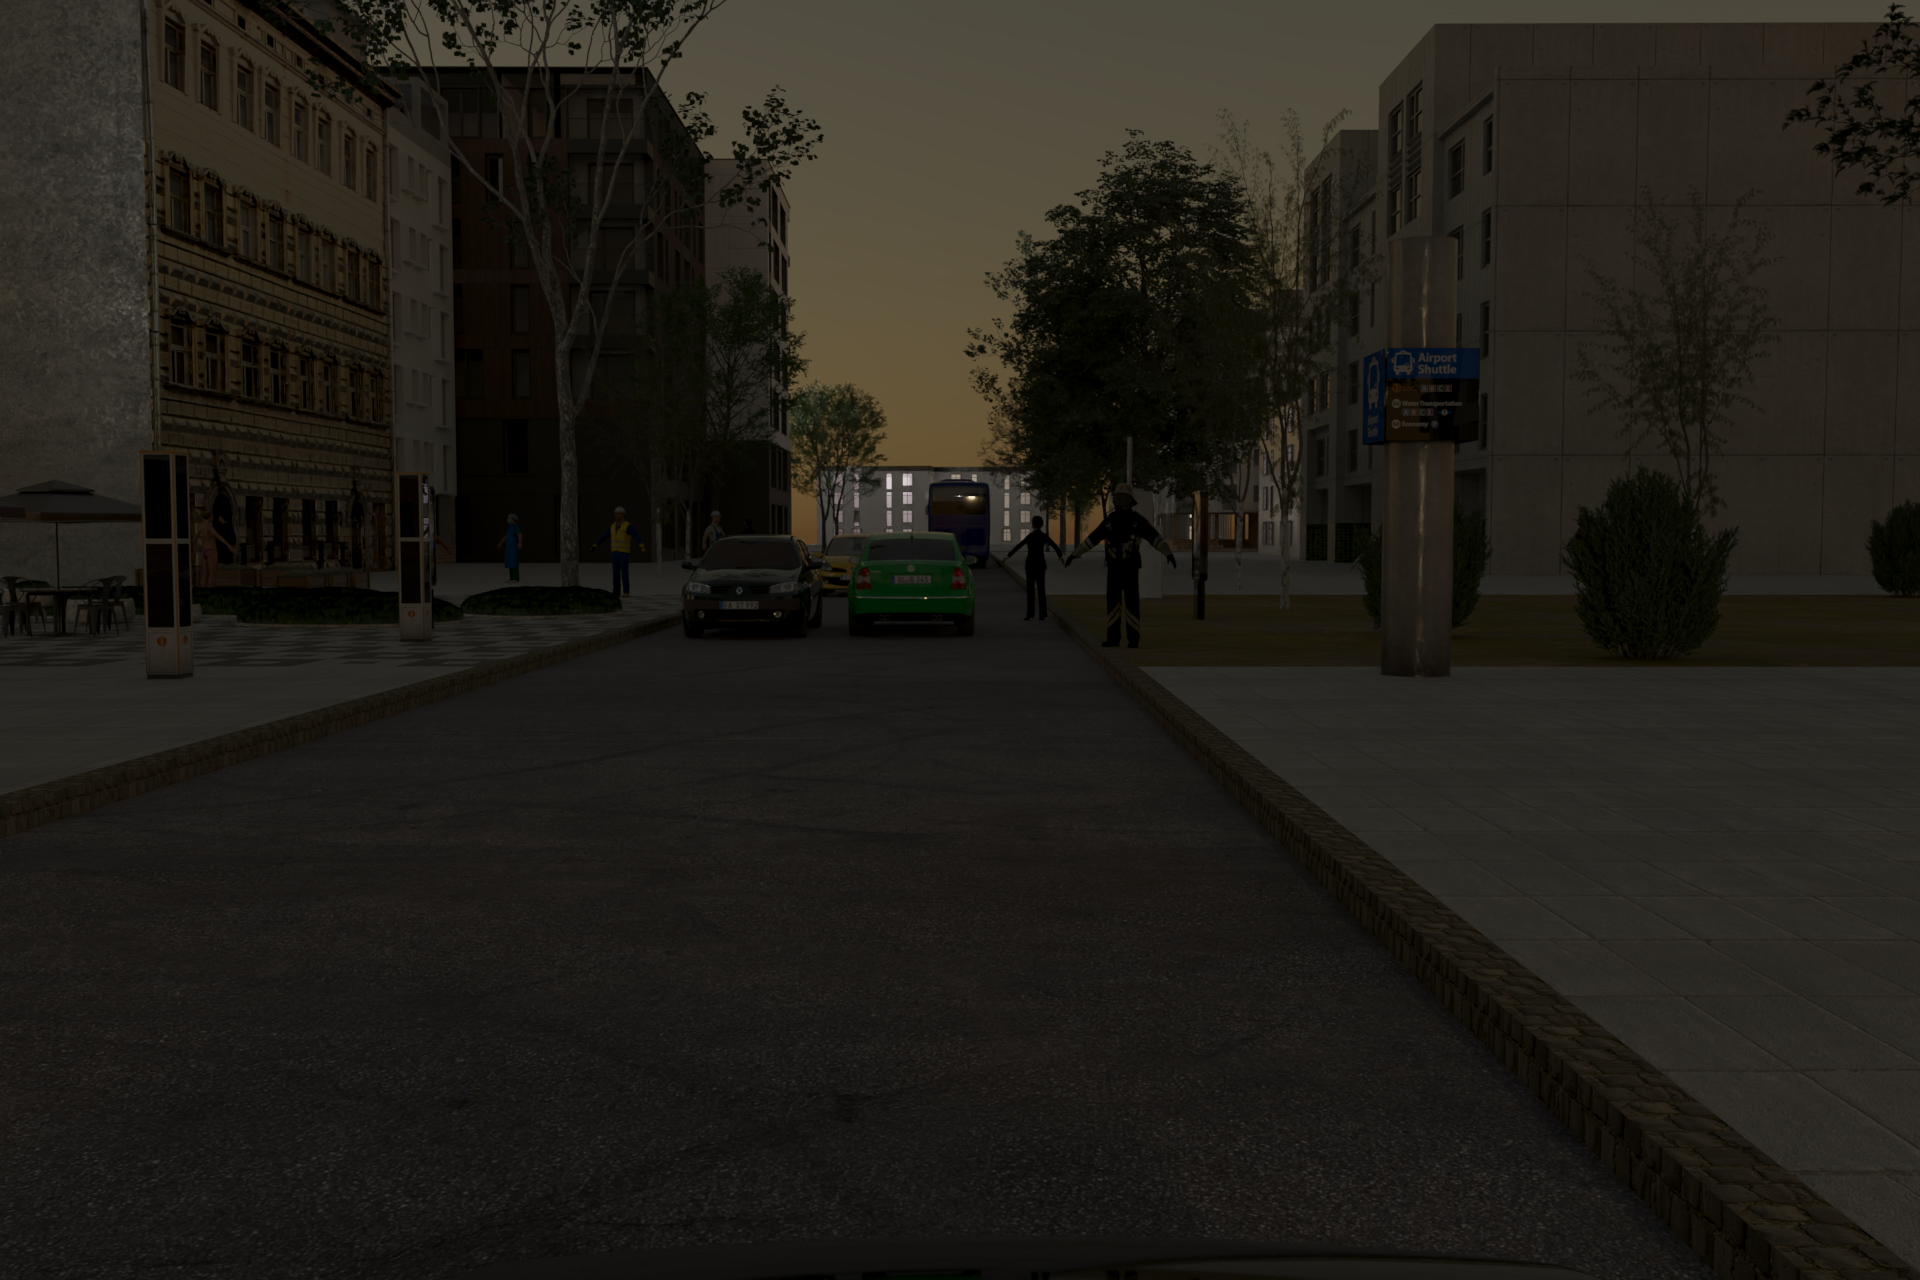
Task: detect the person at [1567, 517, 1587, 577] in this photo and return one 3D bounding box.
[{"bbox_3d":[18.634,-2.822,51.916,1.354,1.858,0.705,-3,5,-42],"label":"person"}]

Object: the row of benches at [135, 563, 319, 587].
[{"bbox_3d":[-15.426,-1.295,36.633,4.104,0.672,1.422,1,4,12],"label":"row of benches"}]

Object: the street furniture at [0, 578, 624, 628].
[{"bbox_3d":[-10.529,-0.677,26.694,10.072,0.657,5.734,0,4,3],"label":"street furniture"}]

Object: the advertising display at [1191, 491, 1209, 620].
[{"bbox_3d":[3.615,-1.279,26.120,0.123,1.923,0.974,0,4,1],"label":"advertising display"}]

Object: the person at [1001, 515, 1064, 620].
[{"bbox_3d":[1.226,-1.201,28.809,1.216,1.740,0.721,-2,4,-29],"label":"person"}]

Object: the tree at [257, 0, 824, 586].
[{"bbox_3d":[-8.593,-11.124,37.772,12.611,20.169,13.585,0,3,0],"label":"tree"}]

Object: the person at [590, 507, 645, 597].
[{"bbox_3d":[-6.913,-1.786,35.163,1.349,1.833,0.705,2,4,26],"label":"person"}]

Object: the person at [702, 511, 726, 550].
[{"bbox_3d":[-5.945,-2.231,42.339,0.705,1.847,1.347,2,4,26],"label":"person"}]

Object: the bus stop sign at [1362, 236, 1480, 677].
[{"bbox_3d":[4.155,-1.631,15.684,0.837,3.901,0.837,0,4,0],"label":"bus stop sign"}]

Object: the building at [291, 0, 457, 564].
[{"bbox_3d":[-27.021,-12.600,62.424,16.016,20.090,11.380,0,4,0],"label":"building"}]

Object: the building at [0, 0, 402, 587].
[{"bbox_3d":[-28.799,-13.431,50.523,19.493,23.208,18.063,0,4,0],"label":"building"}]

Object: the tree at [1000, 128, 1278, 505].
[{"bbox_3d":[5.962,-9.155,56.346,9.857,13.997,8.962,0,3,0],"label":"tree"}]

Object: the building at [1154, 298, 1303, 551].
[{"bbox_3d":[21.659,-17.712,146.015,16.016,20.090,11.380,0,4,1],"label":"building"}]

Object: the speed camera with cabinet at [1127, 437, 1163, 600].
[{"bbox_3d":[3.659,-2.469,34.709,0.660,3.252,2.038,0,4,-1],"label":"speed camera with cabinet"}]

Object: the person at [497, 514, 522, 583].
[{"bbox_3d":[-11.776,-2.408,45.502,0.704,1.817,1.347,-3,4,-39],"label":"person"}]

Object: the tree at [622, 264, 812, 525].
[{"bbox_3d":[-9.267,-8.596,66.296,9.928,11.665,9.643,0,3,0],"label":"tree"}]

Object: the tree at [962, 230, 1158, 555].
[{"bbox_3d":[6.037,-15.388,107.483,12.611,20.169,13.585,0,3,0],"label":"tree"}]

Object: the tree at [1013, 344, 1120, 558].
[{"bbox_3d":[6.498,-10.582,91.145,7.486,12.596,7.792,0,3,0],"label":"tree"}]

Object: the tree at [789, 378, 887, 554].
[{"bbox_3d":[-8.845,-11.512,113.979,9.928,11.665,9.643,0,3,0],"label":"tree"}]

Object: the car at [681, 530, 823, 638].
[{"bbox_3d":[-2.969,-0.944,25.215,2.009,1.686,4.222,0,4,0],"label":"car"}]

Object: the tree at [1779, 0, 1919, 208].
[{"bbox_3d":[6.602,-4.477,7.608,8.767,10.594,7.601,2,4,35],"label":"tree"}]

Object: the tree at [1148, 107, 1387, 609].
[{"bbox_3d":[5.773,-4.830,29.331,4.360,8.622,3.978,0,3,0],"label":"tree"}]

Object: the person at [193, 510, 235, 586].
[{"bbox_3d":[-14.358,-1.620,33.283,1.217,1.733,0.721,2,4,32],"label":"person"}]

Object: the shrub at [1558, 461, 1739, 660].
[{"bbox_3d":[7.050,-0.816,17.764,1.690,2.028,1.600,0,3,0],"label":"shrub"}]

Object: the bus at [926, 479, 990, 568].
[{"bbox_3d":[-0.110,-5.187,76.357,2.896,3.916,12.251,0,4,-1],"label":"bus"}]

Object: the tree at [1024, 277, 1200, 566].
[{"bbox_3d":[6.326,-8.820,69.967,9.928,11.665,9.643,0,3,0],"label":"tree"}]

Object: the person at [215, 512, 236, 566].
[{"bbox_3d":[-17.798,-2.184,41.896,0.705,1.806,1.347,0,4,3],"label":"person"}]

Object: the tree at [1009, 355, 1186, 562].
[{"bbox_3d":[6.769,-8.925,80.335,8.767,10.594,7.601,-1,4,-21],"label":"tree"}]

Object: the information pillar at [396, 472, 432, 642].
[{"bbox_3d":[-6.512,-0.990,20.671,0.304,2.012,0.304,0,4,1],"label":"information pillar"}]

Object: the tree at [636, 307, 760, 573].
[{"bbox_3d":[-9.092,-6.503,56.682,4.360,8.622,3.978,0,3,0],"label":"tree"}]

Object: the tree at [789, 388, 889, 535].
[{"bbox_3d":[-8.830,-12.079,123.249,9.928,11.665,9.643,0,3,0],"label":"tree"}]

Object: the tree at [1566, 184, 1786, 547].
[{"bbox_3d":[15.437,-5.227,35.824,4.360,8.622,3.978,0,3,0],"label":"tree"}]

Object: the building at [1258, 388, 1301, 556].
[{"bbox_3d":[23.821,-9.599,99.093,9.099,9.664,28.070,0,4,0],"label":"building"}]

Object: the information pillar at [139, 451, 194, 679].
[{"bbox_3d":[-7.048,-0.667,15.397,0.304,2.012,0.304,0,4,0],"label":"information pillar"}]

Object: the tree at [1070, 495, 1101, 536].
[{"bbox_3d":[15.549,-16.148,214.375,4.737,8.622,4.395,0,3,0],"label":"tree"}]

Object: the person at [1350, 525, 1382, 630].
[{"bbox_3d":[5.717,-0.855,23.239,0.991,1.433,0.599,0,4,-1],"label":"person"}]

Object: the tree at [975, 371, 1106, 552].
[{"bbox_3d":[6.201,-13.026,123.348,12.009,13.543,11.850,0,3,0],"label":"tree"}]

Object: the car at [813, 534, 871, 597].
[{"bbox_3d":[-2.417,-1.875,40.885,2.015,1.641,3.980,0,3,0],"label":"car"}]

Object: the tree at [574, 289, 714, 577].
[{"bbox_3d":[-8.748,-6.180,51.405,4.360,8.622,3.978,0,3,0],"label":"tree"}]

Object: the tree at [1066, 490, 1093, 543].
[{"bbox_3d":[14.418,-15.777,208.308,4.737,8.622,4.395,0,3,0],"label":"tree"}]

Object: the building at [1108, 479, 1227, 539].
[{"bbox_3d":[20.811,-14.377,177.203,9.099,9.664,28.070,0,3,0],"label":"building"}]

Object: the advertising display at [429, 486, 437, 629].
[{"bbox_3d":[-7.143,-1.083,22.923,0.123,1.923,0.974,0,4,1],"label":"advertising display"}]

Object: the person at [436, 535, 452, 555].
[{"bbox_3d":[-9.492,-1.507,30.788,0.704,1.843,1.345,1,4,15],"label":"person"}]

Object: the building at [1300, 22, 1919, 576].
[{"bbox_3d":[24.888,-12.372,68.735,16.747,18.905,31.486,0,4,1],"label":"building"}]

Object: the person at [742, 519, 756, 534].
[{"bbox_3d":[-6.566,-2.834,53.050,0.721,1.740,1.216,2,4,29],"label":"person"}]

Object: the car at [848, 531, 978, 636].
[{"bbox_3d":[-0.700,-1.036,25.732,1.959,1.807,4.718,0,4,-1],"label":"car"}]

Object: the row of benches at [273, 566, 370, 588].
[{"bbox_3d":[-11.752,-1.009,31.960,1.422,0.672,4.104,0,4,-4],"label":"row of benches"}]

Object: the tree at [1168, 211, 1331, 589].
[{"bbox_3d":[6.421,-5.482,39.988,4.360,8.622,3.978,0,3,0],"label":"tree"}]

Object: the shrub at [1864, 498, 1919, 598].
[{"bbox_3d":[19.242,-1.876,35.084,1.690,2.028,1.600,0,3,0],"label":"shrub"}]

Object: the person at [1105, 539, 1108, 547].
[{"bbox_3d":[4.755,-2.861,52.970,0.705,1.806,1.347,-2,4,-27],"label":"person"}]

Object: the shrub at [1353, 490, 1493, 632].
[{"bbox_3d":[5.756,-1.069,21.517,1.661,2.075,1.752,0,3,0],"label":"shrub"}]

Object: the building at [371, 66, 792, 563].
[{"bbox_3d":[-24.352,-15.189,92.308,27.936,21.610,32.646,0,4,-1],"label":"building"}]

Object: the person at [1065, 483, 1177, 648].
[{"bbox_3d":[1.838,-0.846,19.609,1.354,1.856,0.705,2,4,28],"label":"person"}]

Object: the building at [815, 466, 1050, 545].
[{"bbox_3d":[-3.083,-16.431,213.246,28.070,9.664,9.099,0,4,7],"label":"building"}]
